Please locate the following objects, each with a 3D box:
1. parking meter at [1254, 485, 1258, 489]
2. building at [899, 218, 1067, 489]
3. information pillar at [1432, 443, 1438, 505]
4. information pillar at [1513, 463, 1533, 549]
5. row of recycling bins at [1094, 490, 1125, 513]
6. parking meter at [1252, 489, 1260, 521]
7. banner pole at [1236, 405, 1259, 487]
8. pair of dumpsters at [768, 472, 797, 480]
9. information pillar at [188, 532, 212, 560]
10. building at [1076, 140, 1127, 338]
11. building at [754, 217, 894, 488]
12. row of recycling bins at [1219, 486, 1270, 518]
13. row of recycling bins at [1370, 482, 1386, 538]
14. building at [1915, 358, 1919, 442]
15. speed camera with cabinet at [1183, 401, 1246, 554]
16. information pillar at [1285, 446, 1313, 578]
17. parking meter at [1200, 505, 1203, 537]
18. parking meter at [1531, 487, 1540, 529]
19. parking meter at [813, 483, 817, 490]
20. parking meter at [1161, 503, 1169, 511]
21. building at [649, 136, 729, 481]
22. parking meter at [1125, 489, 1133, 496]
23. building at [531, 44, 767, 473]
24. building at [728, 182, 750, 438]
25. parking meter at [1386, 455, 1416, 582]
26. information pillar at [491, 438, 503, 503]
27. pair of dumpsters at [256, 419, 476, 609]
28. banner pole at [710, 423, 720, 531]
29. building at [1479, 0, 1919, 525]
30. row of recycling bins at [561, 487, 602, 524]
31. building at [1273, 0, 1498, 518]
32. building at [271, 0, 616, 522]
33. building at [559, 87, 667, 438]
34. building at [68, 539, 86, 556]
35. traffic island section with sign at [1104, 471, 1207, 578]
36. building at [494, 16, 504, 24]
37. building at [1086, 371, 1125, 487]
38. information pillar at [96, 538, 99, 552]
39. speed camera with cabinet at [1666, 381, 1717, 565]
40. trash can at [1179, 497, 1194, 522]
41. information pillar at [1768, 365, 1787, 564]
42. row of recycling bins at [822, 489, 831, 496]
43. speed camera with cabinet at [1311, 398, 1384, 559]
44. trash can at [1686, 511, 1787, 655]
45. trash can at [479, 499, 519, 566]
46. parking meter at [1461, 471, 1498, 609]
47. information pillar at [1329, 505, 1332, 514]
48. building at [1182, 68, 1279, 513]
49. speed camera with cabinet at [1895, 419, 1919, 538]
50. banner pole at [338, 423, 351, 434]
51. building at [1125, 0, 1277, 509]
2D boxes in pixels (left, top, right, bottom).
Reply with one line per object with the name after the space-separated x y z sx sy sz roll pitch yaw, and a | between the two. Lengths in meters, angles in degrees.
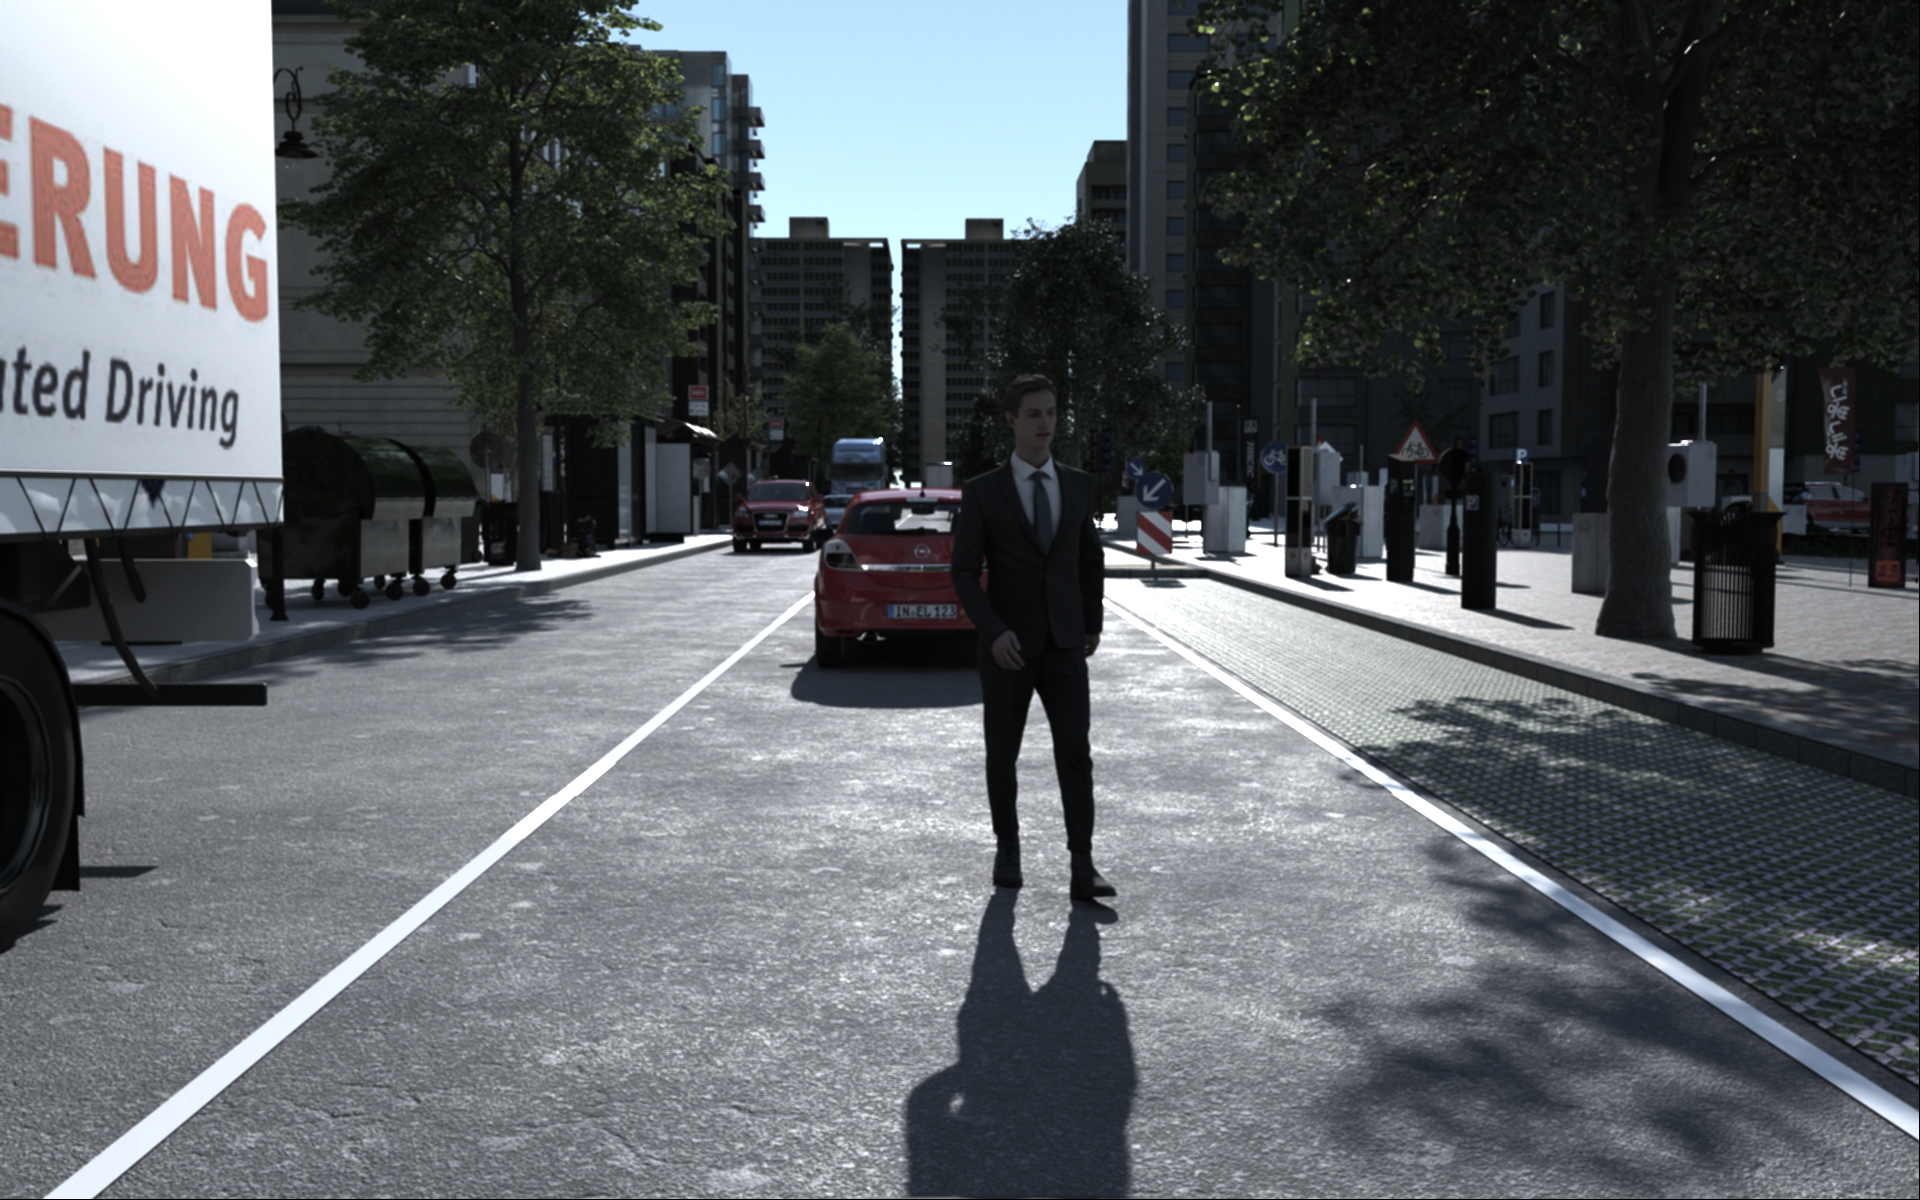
18.736 -6.330 109.210 0.399 1.863 0.255 2 4 27 | parking meter
3.410 -33.943 246.846 23.993 40.220 32.217 0 4 -1 | building
21.873 -5.406 79.736 0.183 3.616 0.504 0 4 -6 | information pillar
13.173 -2.206 40.555 0.304 2.012 0.304 -1 4 -14 | information pillar
9.613 -6.684 116.396 3.534 1.692 1.069 -2 4 -31 | row of recycling bins
14.092 -4.533 82.532 0.372 1.533 0.369 0 3 0 | parking meter
8.057 -3.602 48.906 0.863 3.779 0.401 3 4 37 | banner pole
-7.820 -4.517 76.340 1.574 2.255 4.437 0 4 -1 | pair of dumpsters
-7.500 -1.557 16.806 0.183 3.616 0.504 2 4 28 | information pillar
26.864 -37.707 240.211 21.600 48.544 21.300 0 4 -1 | building
-21.422 -33.867 245.610 23.993 40.220 32.217 0 4 -1 | building
15.065 -5.285 93.524 3.534 1.692 1.069 -1 4 -22 | row of recycling bins
12.846 -2.772 52.439 1.069 1.692 3.534 1 4 12 | row of recycling bins
60.933 -30.410 86.437 27.495 52.752 28.713 0 4 -1 | building
5.555 -2.652 37.695 0.660 3.252 2.038 2 4 34 | speed camera with cabinet
5.220 -1.358 26.694 0.304 2.012 0.304 -3 5 -43 | information pillar
7.341 -2.635 51.489 0.372 1.533 0.369 0 3 0 | parking meter
21.276 -3.406 64.100 0.372 1.533 0.369 0 3 0 | parking meter
-7.673 -5.206 90.834 0.255 1.863 0.399 1 4 19 | parking meter
10.647 -4.983 89.884 0.372 1.533 0.369 0 3 0 | parking meter
-27.300 -22.686 142.624 14.160 30.474 14.107 0 4 -1 | building
7.875 -4.423 80.725 0.372 1.533 0.369 0 3 0 | parking meter
-36.740 -34.756 187.874 30.456 49.044 23.786 0 4 -1 | building
-26.860 -23.548 156.713 14.160 30.474 14.107 0 4 -1 | building
6.487 -1.209 25.474 0.255 1.863 0.399 -1 4 -20 | parking meter
-18.894 -4.855 70.733 0.504 3.616 0.183 0 4 -5 | information pillar
-7.260 -1.146 21.228 1.574 2.255 4.437 0 4 -1 | pair of dumpsters
-8.541 -4.322 60.685 0.401 3.779 0.863 -1 4 -23 | banner pole
32.268 -18.667 76.910 14.107 30.474 14.160 0 4 -1 | building
-16.793 -4.201 75.798 3.534 1.692 1.069 -1 4 -21 | row of recycling bins
25.125 -25.412 99.073 14.154 41.232 14.086 0 4 -1 | building
-27.623 -15.439 85.717 16.112 22.955 30.059 0 4 -1 | building
-26.374 -17.904 110.747 12.078 24.808 19.932 0 4 -1 | building
-26.813 -11.095 36.154 16.860 20.320 10.420 0 4 -1 | building
3.189 -1.324 30.283 1.989 1.847 2.006 0 4 -1 | traffic island section with sign
-73.295 -48.941 238.434 20.611 71.187 20.563 0 4 -1 | building
28.113 -20.938 187.368 27.650 21.520 28.899 0 4 -1 | building
-17.218 -2.653 34.730 0.183 3.616 0.504 2 4 24 | information pillar
12.681 -2.241 30.971 0.660 3.252 2.038 -1 4 -8 | speed camera with cabinet
10.391 -4.135 79.257 0.748 1.137 0.748 0 3 0 | trash can
14.805 -2.455 31.501 0.504 3.616 0.183 -2 4 -29 | information pillar
-9.446 -6.807 118.409 3.534 1.692 1.069 3 5 45 | row of recycling bins
7.774 -2.506 35.304 0.660 3.252 2.038 -2 4 -27 | speed camera with cabinet
6.244 -0.141 13.967 0.748 1.137 0.748 0 3 0 | trash can
-8.248 -1.189 31.099 0.748 1.137 0.748 0 3 0 | trash can
5.817 -0.672 19.393 0.372 1.533 0.369 0 3 0 | parking meter
14.378 -3.799 66.598 0.304 2.012 0.304 1 4 19 | information pillar
22.500 -21.390 121.423 14.160 30.474 14.107 0 4 -1 | building
21.928 -2.696 38.413 2.038 3.252 0.660 0 4 5 | speed camera with cabinet
-21.628 -4.336 60.910 0.401 3.779 0.863 1 4 14 | banner pole
25.730 -37.658 157.702 21.231 58.520 28.212 0 4 -1 | building
